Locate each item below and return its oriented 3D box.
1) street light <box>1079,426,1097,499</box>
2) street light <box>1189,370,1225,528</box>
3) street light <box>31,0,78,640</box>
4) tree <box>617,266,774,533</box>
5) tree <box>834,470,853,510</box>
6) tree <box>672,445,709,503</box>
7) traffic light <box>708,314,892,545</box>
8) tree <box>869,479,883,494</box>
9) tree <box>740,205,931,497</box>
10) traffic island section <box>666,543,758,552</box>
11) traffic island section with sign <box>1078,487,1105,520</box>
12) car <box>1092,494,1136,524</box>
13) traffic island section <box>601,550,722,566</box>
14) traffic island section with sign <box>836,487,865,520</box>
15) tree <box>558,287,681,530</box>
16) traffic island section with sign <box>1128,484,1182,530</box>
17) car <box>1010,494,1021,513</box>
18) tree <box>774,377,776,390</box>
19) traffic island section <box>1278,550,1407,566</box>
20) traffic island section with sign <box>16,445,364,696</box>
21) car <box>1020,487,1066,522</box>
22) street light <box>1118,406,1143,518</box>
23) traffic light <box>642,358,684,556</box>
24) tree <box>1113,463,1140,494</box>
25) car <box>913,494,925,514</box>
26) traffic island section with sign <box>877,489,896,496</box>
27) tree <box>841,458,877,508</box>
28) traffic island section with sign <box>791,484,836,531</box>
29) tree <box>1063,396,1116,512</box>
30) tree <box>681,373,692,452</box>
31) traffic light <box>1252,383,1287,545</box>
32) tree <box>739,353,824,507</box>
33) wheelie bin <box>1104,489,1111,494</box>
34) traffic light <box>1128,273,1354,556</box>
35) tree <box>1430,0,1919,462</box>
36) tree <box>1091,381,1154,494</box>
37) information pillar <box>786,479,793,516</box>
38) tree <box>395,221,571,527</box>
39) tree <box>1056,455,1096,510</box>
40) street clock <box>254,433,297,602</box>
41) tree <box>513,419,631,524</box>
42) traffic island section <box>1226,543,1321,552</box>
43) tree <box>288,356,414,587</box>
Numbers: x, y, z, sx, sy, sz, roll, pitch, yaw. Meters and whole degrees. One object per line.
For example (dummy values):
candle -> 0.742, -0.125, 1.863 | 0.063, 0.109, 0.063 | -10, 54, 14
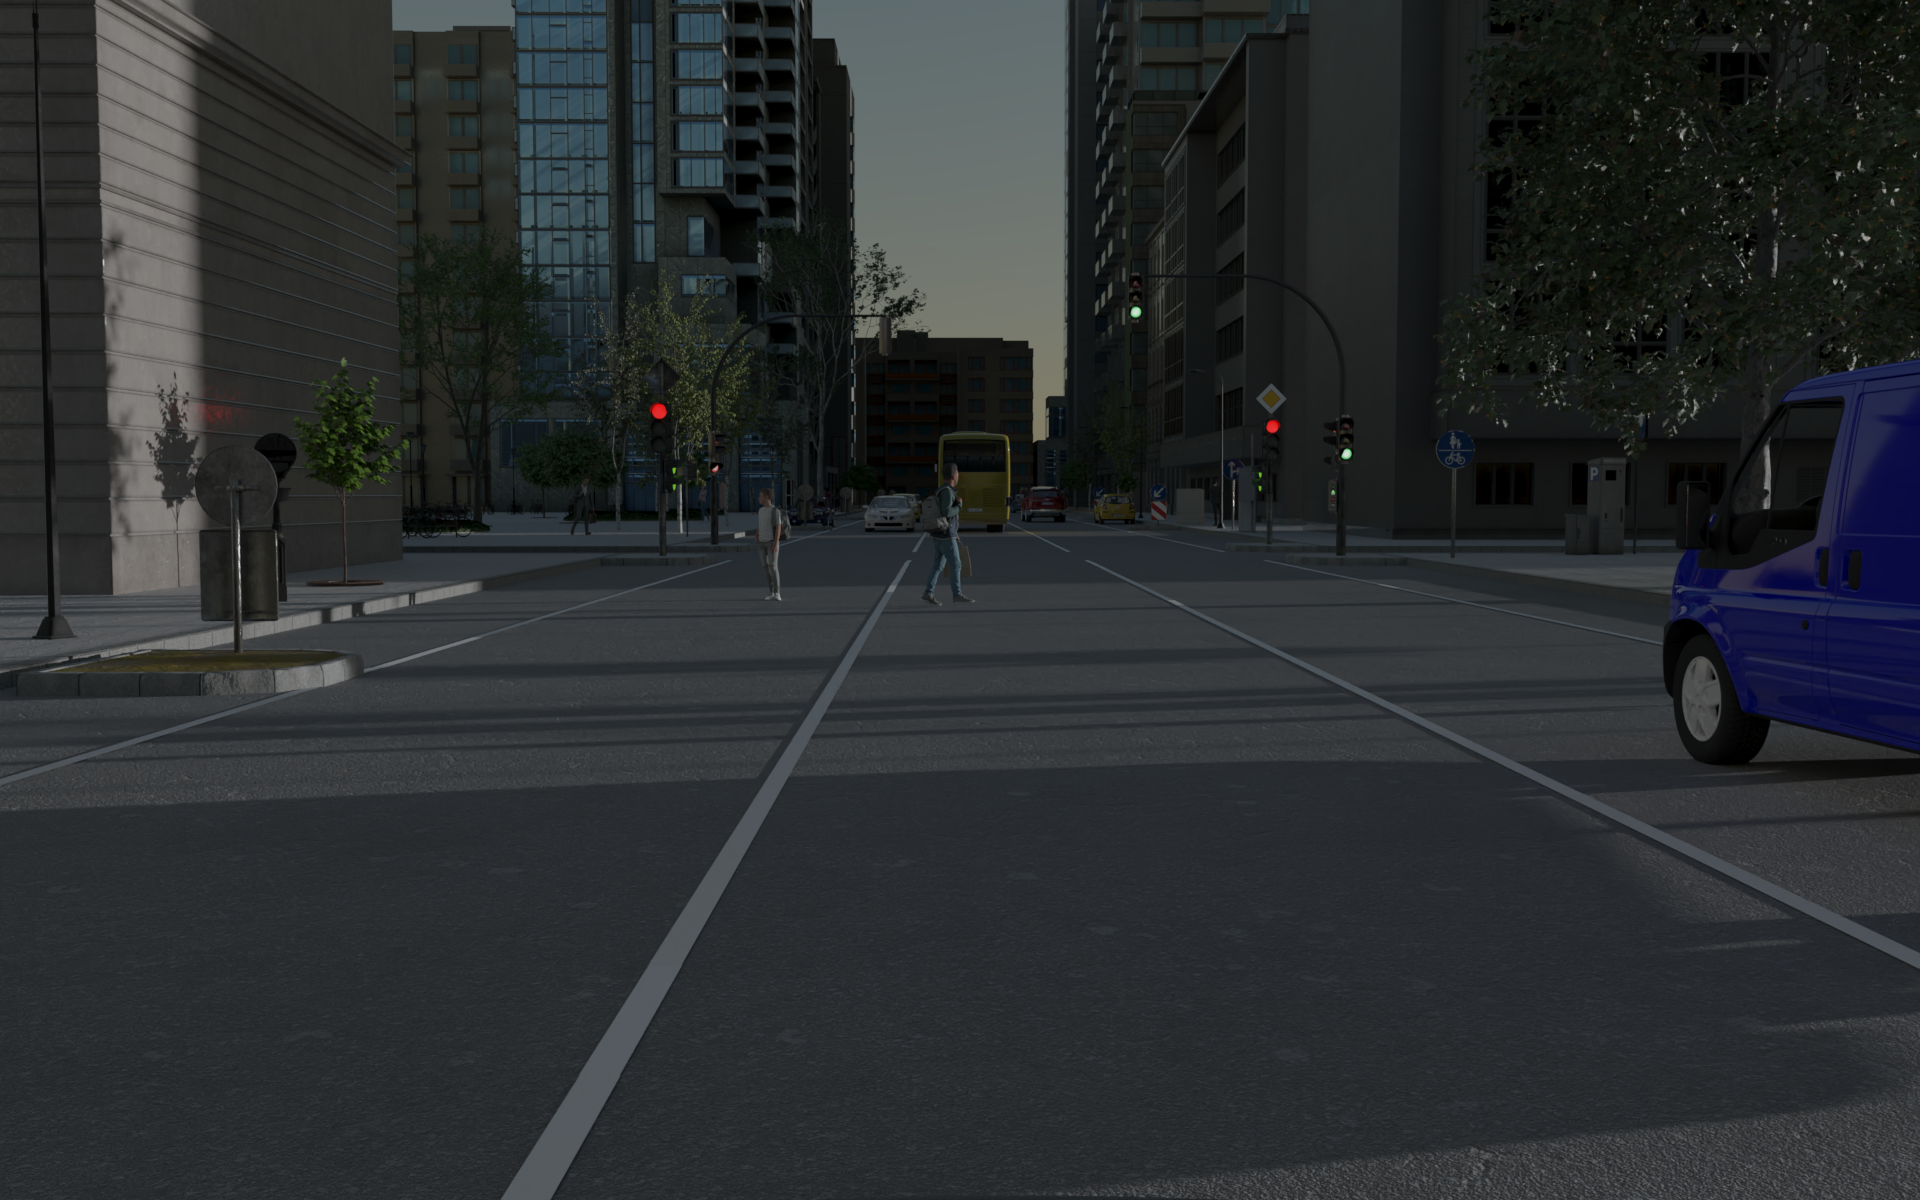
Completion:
street light -> 8.849, -8.965, 119.117 | 1.470, 5.913, 1.316 | 0, 4, 0
street light -> 9.245, -5.642, 64.794 | 1.470, 5.913, 1.316 | 0, 4, 0
street light -> -7.518, -2.612, 15.244 | 1.470, 5.913, 1.316 | 0, 4, 0
tree -> -9.020, -6.522, 56.995 | 4.737, 8.622, 4.395 | 0, 3, 0
tree -> -9.010, -8.805, 138.568 | 1.663, 3.219, 1.824 | 0, 3, 0
tree -> -18.116, -8.026, 114.936 | 4.285, 4.588, 4.351 | 0, 3, 0
traffic light -> -4.116, -4.235, 43.907 | 4.771, 5.953, 1.251 | 0, 4, 0
tree -> -9.303, -12.058, 191.742 | 1.663, 3.219, 1.824 | 0, 3, 0
tree -> -8.057, -15.636, 111.536 | 12.611, 20.169, 13.585 | 0, 3, 0
traffic island section -> -6.247, -1.328, 43.993 | 2.009, 0.180, 2.903 | 0, 4, 0
traffic island section with sign -> 7.574, -5.358, 96.231 | 1.989, 1.847, 2.006 | 0, 4, 0
car -> 7.412, -4.466, 83.251 | 2.015, 1.641, 3.980 | 0, 4, -1
traffic island section -> -6.197, -0.840, 36.008 | 2.009, 0.180, 2.903 | 0, 4, 0
traffic island section with sign -> -6.242, -5.322, 95.649 | 1.989, 1.847, 2.006 | 0, 4, 0
tree -> -12.315, -6.830, 62.028 | 4.360, 8.622, 3.978 | 0, 3, 0
traffic island section with sign -> 7.745, -3.707, 69.244 | 1.989, 1.847, 2.006 | 0, 4, 0
car -> 4.775, -7.283, 131.071 | 2.014, 1.417, 4.499 | 0, 4, -2
tree -> -9.490, -7.331, 70.223 | 4.737, 8.622, 4.395 | 0, 3, 0
traffic island section -> 7.945, -0.845, 36.092 | 2.009, 0.180, 2.903 | 0, 4, 0
traffic island section with sign -> -5.726, -0.282, 13.244 | 1.989, 1.847, 2.006 | 0, 4, 0
car -> 4.273, -4.916, 89.043 | 2.281, 1.827, 5.304 | 0, 4, -2
street light -> 9.054, -7.292, 91.769 | 1.470, 5.913, 1.316 | 0, 4, 0
traffic light -> -6.156, -2.872, 35.873 | 0.839, 4.253, 0.868 | 0, 4, 0
tree -> 10.396, -6.871, 106.948 | 1.663, 3.219, 1.824 | 0, 3, 0
car -> -3.557, -7.178, 127.153 | 2.009, 1.686, 4.222 | 0, 4, -1
traffic island section with sign -> -6.566, -8.407, 146.086 | 1.989, 1.847, 2.006 | 0, 4, 0
tree -> -8.969, -10.538, 156.016 | 4.285, 4.588, 4.351 | 0, 3, 0
traffic island section with sign -> -6.080, -3.668, 68.598 | 1.989, 1.847, 2.006 | 0, 4, 0
tree -> 9.542, -10.832, 127.472 | 4.360, 8.622, 3.978 | 0, 3, 0
tree -> -15.999, -8.756, 93.525 | 4.360, 8.622, 3.978 | 0, 3, 0
traffic light -> 7.854, -3.366, 43.963 | 0.839, 4.253, 0.868 | 0, 4, 0
tree -> -9.589, -8.597, 90.920 | 4.360, 8.622, 3.978 | 0, 3, 0
wheelie bin -> 9.356, -6.337, 111.520 | 0.980, 1.594, 0.693 | 1, 4, 9
traffic light -> 5.813, -3.740, 35.824 | 4.771, 5.953, 1.251 | 0, 4, 0
tree -> 10.984, -6.508, 23.417 | 9.611, 12.733, 9.660 | 0, 3, 0
tree -> 10.250, -9.810, 110.756 | 4.737, 8.622, 4.395 | 0, 3, 0
information pillar -> -8.544, -5.037, 86.854 | 0.304, 2.012, 0.304 | 1, 4, 12
tree -> -18.997, -8.664, 67.418 | 9.928, 11.665, 9.643 | 0, 3, 0
tree -> 9.507, -9.675, 141.901 | 4.285, 4.588, 4.351 | 0, 3, 0
street clock -> -8.137, -0.982, 20.619 | 0.471, 2.002, 0.358 | -2, 4, -25
tree -> -16.955, -5.637, 75.880 | 4.285, 4.588, 4.351 | 0, 3, 0
traffic island section -> 7.894, -1.333, 44.077 | 2.009, 0.180, 2.903 | 0, 4, 0
tree -> -8.557, -1.823, 24.413 | 1.663, 3.219, 1.824 | 0, 3, 0
